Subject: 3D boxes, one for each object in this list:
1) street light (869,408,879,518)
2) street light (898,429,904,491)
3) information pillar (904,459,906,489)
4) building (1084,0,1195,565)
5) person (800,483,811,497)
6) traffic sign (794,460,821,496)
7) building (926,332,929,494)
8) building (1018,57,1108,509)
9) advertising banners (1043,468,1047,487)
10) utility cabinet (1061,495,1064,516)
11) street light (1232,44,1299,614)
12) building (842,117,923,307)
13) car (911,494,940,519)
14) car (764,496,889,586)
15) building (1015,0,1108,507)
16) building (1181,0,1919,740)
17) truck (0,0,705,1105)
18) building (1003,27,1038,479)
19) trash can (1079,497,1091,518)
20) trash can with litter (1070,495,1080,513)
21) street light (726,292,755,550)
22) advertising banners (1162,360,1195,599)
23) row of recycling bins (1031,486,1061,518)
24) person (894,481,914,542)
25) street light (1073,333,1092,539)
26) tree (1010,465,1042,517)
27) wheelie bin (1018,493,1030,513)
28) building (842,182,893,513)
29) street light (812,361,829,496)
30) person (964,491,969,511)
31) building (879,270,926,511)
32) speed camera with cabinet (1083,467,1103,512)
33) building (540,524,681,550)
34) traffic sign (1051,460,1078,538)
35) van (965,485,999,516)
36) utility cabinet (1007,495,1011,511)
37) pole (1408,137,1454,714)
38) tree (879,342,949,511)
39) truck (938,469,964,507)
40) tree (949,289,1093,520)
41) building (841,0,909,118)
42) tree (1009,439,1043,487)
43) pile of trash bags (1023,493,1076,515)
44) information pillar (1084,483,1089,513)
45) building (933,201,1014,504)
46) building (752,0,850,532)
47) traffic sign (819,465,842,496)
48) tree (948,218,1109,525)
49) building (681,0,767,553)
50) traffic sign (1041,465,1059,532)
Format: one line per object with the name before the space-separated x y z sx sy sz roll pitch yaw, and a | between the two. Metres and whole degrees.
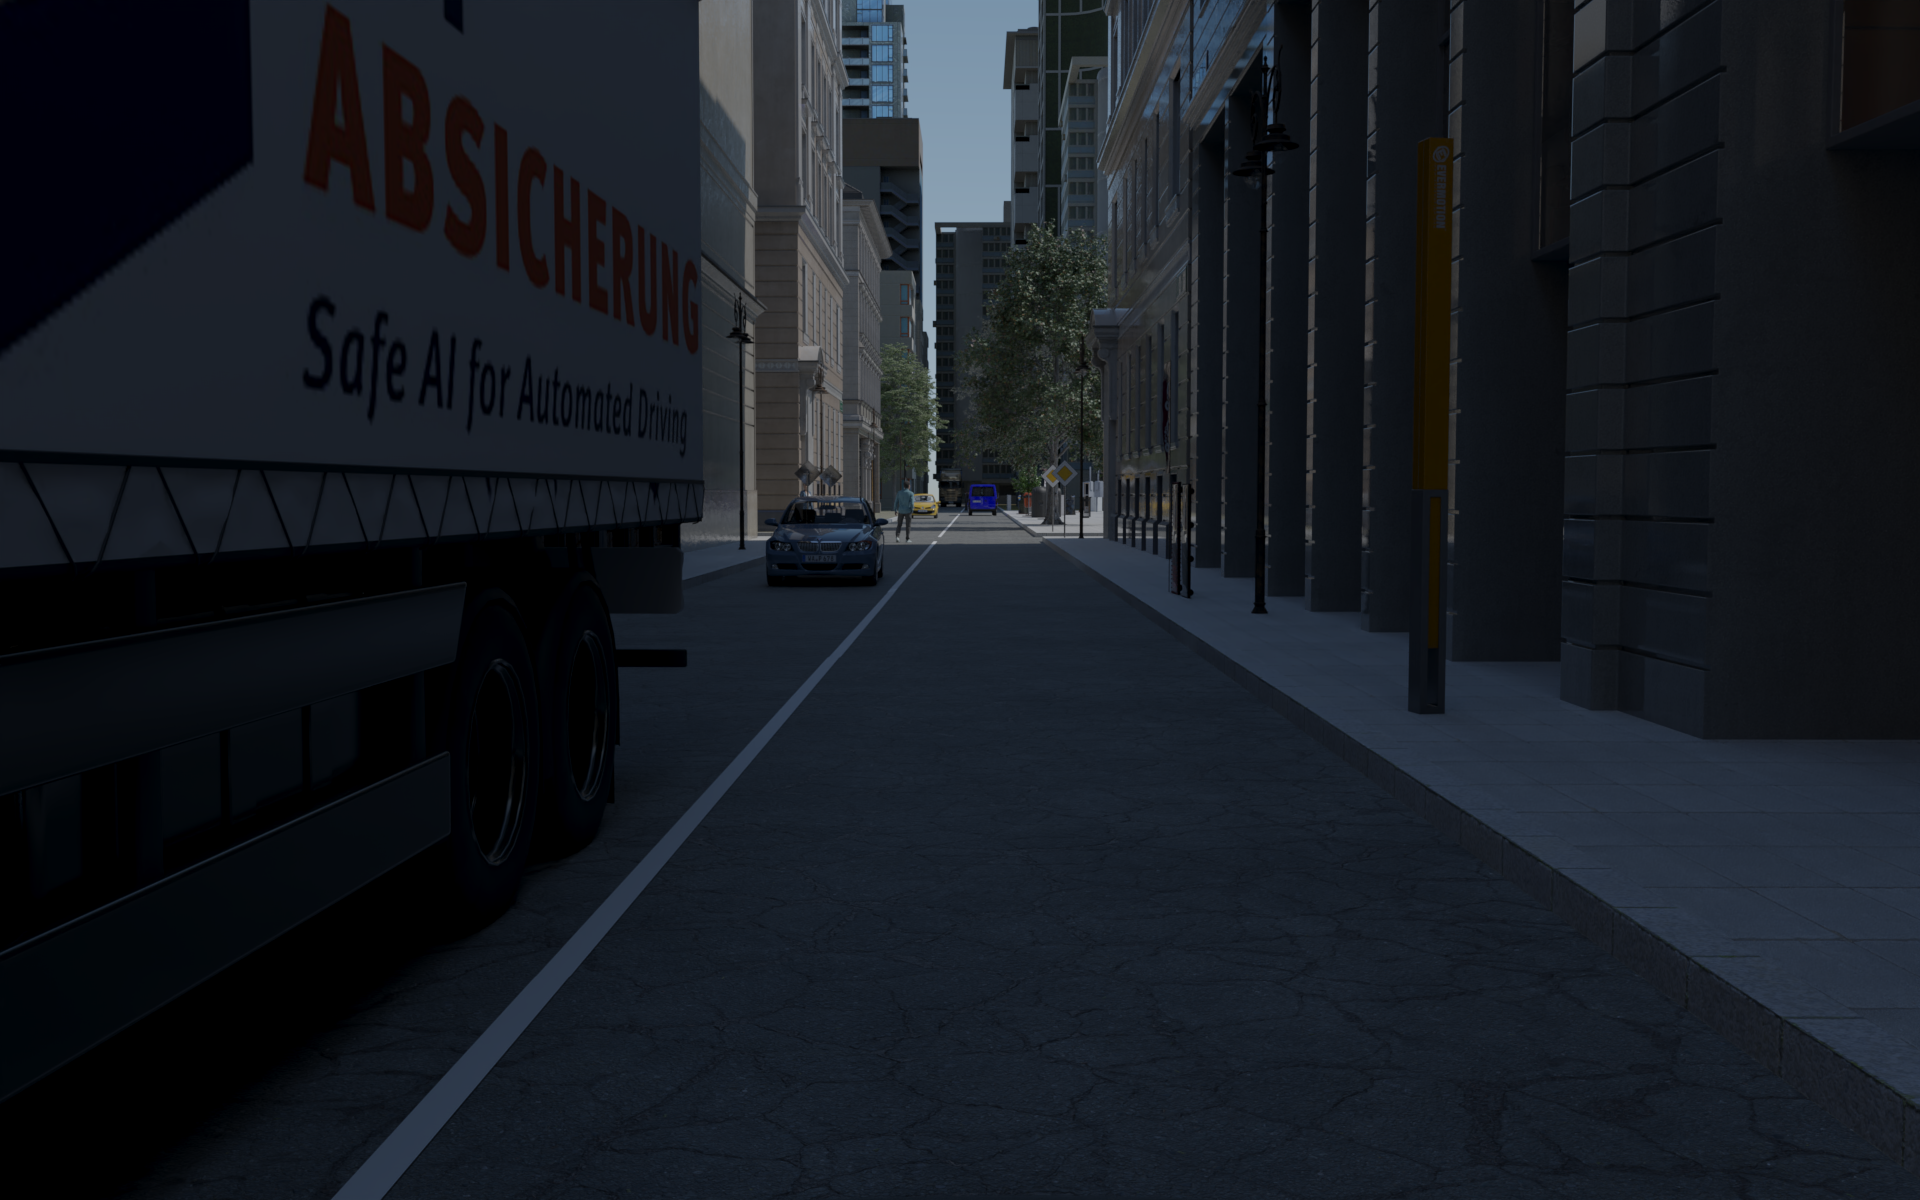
street light | -4.545 -7.262 91.529 0.468 5.910 1.993 0 4 1
street light | -4.222 -9.200 123.199 0.468 5.910 1.993 0 4 1
information pillar | -3.691 -7.660 116.590 0.183 3.616 0.504 0 4 6
building | 10.337 -15.554 40.213 13.634 28.700 20.117 0 4 1
person | -5.024 -2.918 56.236 0.581 1.822 0.654 -2 4 -28
traffic sign | -4.473 -2.892 50.921 0.795 2.450 0.064 0 4 1
building | -17.428 -20.401 178.599 27.650 21.520 28.899 0 4 1
building | 21.276 -27.931 148.549 32.217 40.220 23.993 0 4 1
advertising banners | 6.080 -7.360 116.522 0.090 3.025 2.074 2 4 30
utility cabinet | 5.713 -5.581 102.404 0.306 1.237 1.020 3 5 43
street light | 3.222 -2.792 18.443 0.468 5.910 1.993 0 4 1
building | -11.623 -33.782 202.442 14.200 45.320 14.600 0 4 1
car | -2.166 -5.648 102.575 2.015 1.641 3.980 0 4 0
car | -2.173 -1.018 28.640 2.014 1.417 4.499 0 4 -1
building | 16.018 -44.781 170.414 20.563 71.187 20.611 0 4 1
building | 9.332 -14.543 15.276 11.434 29.767 29.804 0 4 1
truck | -2.756 -0.903 3.675 2.839 4.237 11.283 0 4 2
building | 19.357 -37.047 194.953 28.713 52.752 27.495 0 4 1
trash can | 6.697 -4.956 92.684 0.748 1.137 0.748 0 3 0
trash can with litter | 8.102 -6.707 120.721 1.678 1.210 2.233 2 4 30
street light | -5.035 -4.102 39.853 0.468 5.910 1.993 0 4 1
advertising banners | 2.768 -1.585 22.099 0.090 3.025 2.074 0 4 -2
row of recycling bins | 4.714 -5.385 95.153 1.069 1.692 3.534 1 4 20
person | -1.675 -2.616 51.291 0.660 1.820 0.620 1 4 17
street light | 3.506 -4.715 49.879 0.468 5.910 1.993 0 4 1
tree | 3.963 -7.081 110.379 1.663 3.219 1.824 0 3 0
wheelie bin | 4.250 -6.439 113.183 0.980 1.594 0.693 -3 5 -44
building | -10.053 -15.135 98.368 10.553 20.767 40.483 0 4 1
street light | -4.810 -5.340 60.092 0.468 5.910 1.993 0 4 1
person | 0.648 -8.648 150.693 0.445 1.727 0.742 -3 5 -44
building | -17.392 -18.577 148.765 27.650 21.520 28.899 0 4 1
speed camera with cabinet | 9.648 -8.069 126.263 0.660 3.252 2.038 2 4 33
building | -11.420 -11.866 23.686 12.332 23.373 15.834 0 4 1
traffic sign | 3.071 -2.886 50.826 0.795 2.450 0.064 0 4 1
van | 1.494 -6.815 115.814 2.240 2.365 5.245 0 3 0
utility cabinet | 3.773 -7.471 133.317 0.306 1.237 1.020 0 4 -1
pole | 2.738 -0.992 10.067 0.158 3.312 0.155 0 3 0
tree | -4.540 -12.953 129.911 7.486 12.596 7.792 0 3 0
truck | -0.992 -12.521 193.634 2.839 4.237 11.283 0 3 0
tree | 4.356 -10.821 87.286 12.009 13.543 11.850 0 3 0
building | -19.823 -55.940 227.282 31.000 86.520 22.319 0 4 1
tree | 5.038 -11.285 134.865 4.360 8.622 3.978 0 3 0
pile of trash bags | 5.527 -5.923 106.596 3.447 1.369 1.912 1 4 19
information pillar | 8.468 -6.813 115.881 0.304 2.012 0.304 0 4 -6
building | 8.450 -33.045 232.166 23.993 40.220 32.217 0 4 1
building | -11.518 -17.247 67.895 13.634 28.700 20.117 0 4 1
traffic sign | -4.394 -3.380 58.906 0.795 2.450 0.064 0 4 1
tree | 3.992 -9.484 72.065 9.611 12.733 9.660 0 3 0
building | -20.183 -12.794 42.469 30.059 22.955 16.112 0 4 1
traffic sign | 3.150 -3.374 58.811 0.795 2.450 0.064 0 4 1
